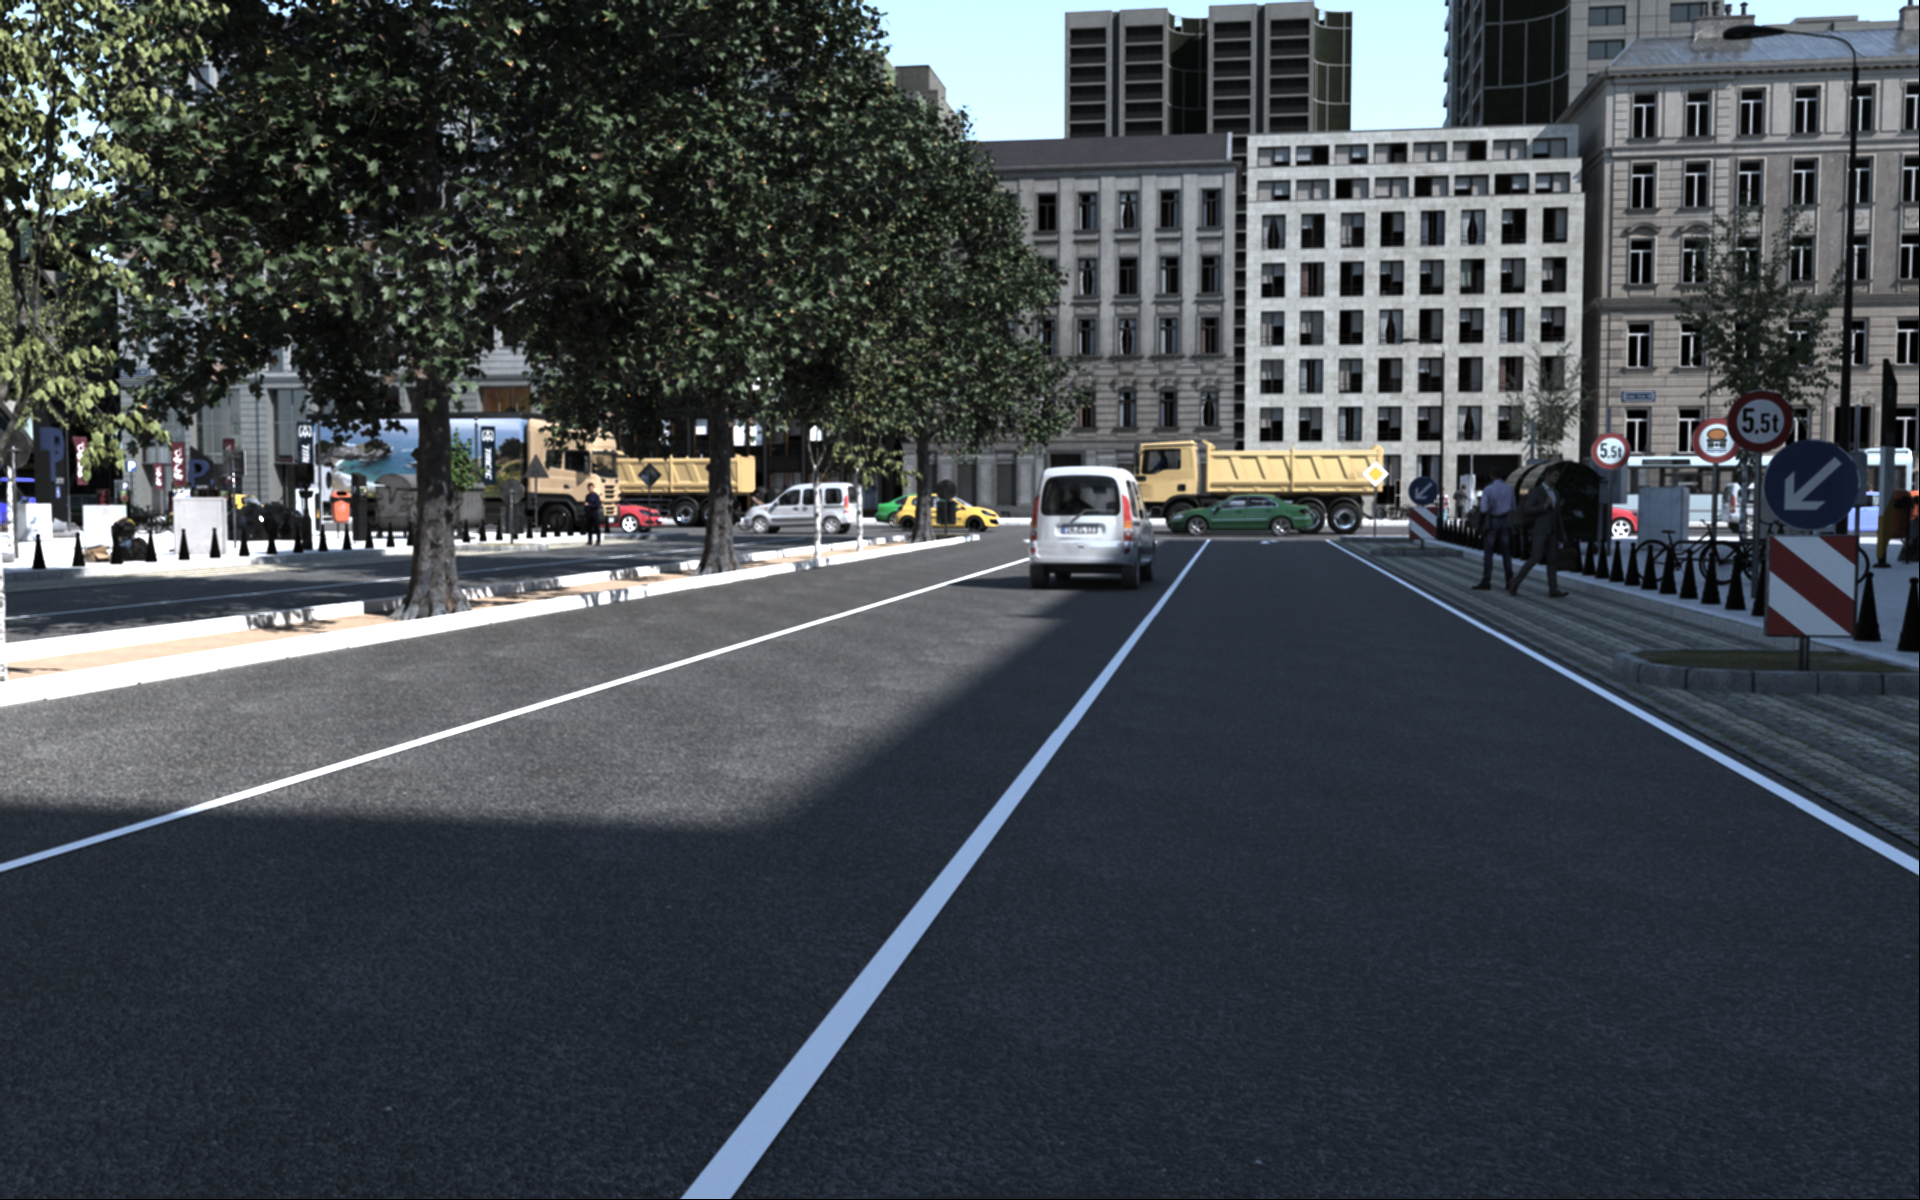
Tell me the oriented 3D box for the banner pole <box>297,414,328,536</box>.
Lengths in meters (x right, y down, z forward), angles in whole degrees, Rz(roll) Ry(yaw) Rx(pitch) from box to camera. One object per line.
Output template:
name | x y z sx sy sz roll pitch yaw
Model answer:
banner pole | -19.720 -3.833 52.684 0.863 3.779 0.401 -1 4 -11

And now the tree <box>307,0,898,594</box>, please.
tree | -4.175 -6.759 29.983 9.611 12.733 9.660 0 3 0

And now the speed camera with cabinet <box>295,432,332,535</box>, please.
speed camera with cabinet | -20.333 -3.680 54.496 0.660 3.252 2.038 0 4 -4

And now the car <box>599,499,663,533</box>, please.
car | -13.287 -3.393 64.509 4.494 1.783 2.155 0 4 8

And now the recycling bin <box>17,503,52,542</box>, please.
recycling bin | -24.917 -2.076 46.490 0.722 1.027 0.722 2 4 28

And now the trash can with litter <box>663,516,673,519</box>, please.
trash can with litter | -15.026 -4.824 89.936 2.233 1.210 1.678 0 4 -3

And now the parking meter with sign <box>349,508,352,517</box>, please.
parking meter with sign | -34.035 -6.148 96.782 1.738 3.016 0.543 3 5 42

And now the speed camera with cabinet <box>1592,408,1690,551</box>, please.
speed camera with cabinet | 15.578 -2.771 39.650 2.038 3.252 0.660 3 4 37

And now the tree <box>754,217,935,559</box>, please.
tree | -2.483 -5.477 42.372 4.737 8.622 4.395 0 3 0

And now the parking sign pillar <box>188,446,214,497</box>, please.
parking sign pillar | -42.418 -6.627 96.820 1.447 3.967 1.447 0 4 5

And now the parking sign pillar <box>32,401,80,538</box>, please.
parking sign pillar | -26.607 -3.802 50.641 1.447 3.967 1.447 -1 4 -8

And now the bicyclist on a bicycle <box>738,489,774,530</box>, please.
bicyclist on a bicycle | -7.959 -3.549 68.041 1.625 1.676 1.499 1 4 9

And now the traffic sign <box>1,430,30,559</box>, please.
traffic sign | -18.729 -2.092 34.308 0.768 2.556 0.104 1 4 18

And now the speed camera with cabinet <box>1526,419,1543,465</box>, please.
speed camera with cabinet | 14.989 -3.089 44.837 0.660 3.252 2.038 1 4 19

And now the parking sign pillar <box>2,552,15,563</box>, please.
parking sign pillar | -18.413 -2.670 32.124 1.447 3.967 1.447 0 4 -1

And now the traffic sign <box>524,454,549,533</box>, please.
traffic sign | -13.850 -3.461 56.588 0.884 2.594 0.081 1 4 10

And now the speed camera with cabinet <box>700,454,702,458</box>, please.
speed camera with cabinet | -13.020 -5.571 85.419 0.660 3.252 2.038 2 4 29

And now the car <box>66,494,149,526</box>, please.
car | -38.502 -4.137 77.433 4.222 1.686 2.009 1 4 8

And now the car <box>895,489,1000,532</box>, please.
car | -0.477 -3.440 66.476 3.980 1.641 2.015 1 4 10

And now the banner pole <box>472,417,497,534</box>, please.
banner pole | -15.433 -4.044 56.136 0.863 3.779 0.401 -3 4 -36

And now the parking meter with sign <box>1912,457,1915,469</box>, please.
parking meter with sign | 44.071 -5.201 81.291 1.738 3.016 0.543 -3 4 -36

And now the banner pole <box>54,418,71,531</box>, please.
banner pole | -29.747 -4.114 57.274 0.863 3.779 0.401 -1 4 -9

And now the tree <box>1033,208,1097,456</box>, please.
tree | -1.042 -7.959 49.589 9.611 12.733 9.660 0 3 0

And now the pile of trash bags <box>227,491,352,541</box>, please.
pile of trash bags | -18.796 -2.372 48.529 3.447 1.369 1.912 -3 4 -36

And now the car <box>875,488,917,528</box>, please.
car | -1.233 -3.949 73.358 4.718 1.807 1.959 0 4 7

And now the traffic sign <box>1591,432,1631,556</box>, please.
traffic sign | 13.439 -2.184 35.819 0.768 2.556 0.104 1 4 18

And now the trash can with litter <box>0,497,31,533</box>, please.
trash can with litter | -31.560 -2.844 57.889 0.624 1.170 1.055 3 4 39

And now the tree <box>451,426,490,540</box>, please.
tree | -14.219 -3.351 49.387 1.663 3.219 1.824 0 3 0

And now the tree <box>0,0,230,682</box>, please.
tree | -7.294 -3.657 12.608 4.737 8.622 4.395 0 3 0

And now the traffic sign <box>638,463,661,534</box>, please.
traffic sign | -9.979 -3.183 55.685 0.795 2.450 0.064 1 4 9

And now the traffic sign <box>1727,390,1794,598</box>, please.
traffic sign | 9.794 -1.295 21.272 0.768 2.556 0.104 1 4 12

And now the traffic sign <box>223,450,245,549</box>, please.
traffic sign | -17.044 -2.357 40.669 0.606 2.300 0.079 1 4 16

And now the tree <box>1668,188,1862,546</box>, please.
tree | 19.612 -5.642 42.602 4.737 8.622 4.395 0 3 0

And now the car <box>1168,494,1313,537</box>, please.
car | 9.621 -2.914 59.450 4.920 1.459 2.131 1 4 10

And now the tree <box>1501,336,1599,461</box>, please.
tree | 27.251 -7.940 80.178 4.360 8.622 3.978 0 3 0

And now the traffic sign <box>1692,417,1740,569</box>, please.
traffic sign | 12.514 -1.749 28.705 0.768 2.556 0.104 1 4 18

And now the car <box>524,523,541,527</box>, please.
car | -19.953 -3.992 73.935 5.304 1.827 2.281 1 4 10

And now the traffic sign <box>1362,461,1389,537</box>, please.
traffic sign | 12.465 -2.958 52.005 0.795 2.450 0.064 1 4 9

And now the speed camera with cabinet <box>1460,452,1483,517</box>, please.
speed camera with cabinet | 24.235 -5.369 82.113 0.660 3.252 2.038 2 4 32

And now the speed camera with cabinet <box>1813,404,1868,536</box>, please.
speed camera with cabinet | 19.625 -2.732 39.006 0.660 3.252 2.038 0 4 0

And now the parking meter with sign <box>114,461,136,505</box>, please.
parking meter with sign | -44.507 -5.853 91.962 1.738 3.016 0.543 2 4 29

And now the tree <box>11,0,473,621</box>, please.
tree | -6.003 -6.126 19.630 9.611 12.733 9.660 0 3 0

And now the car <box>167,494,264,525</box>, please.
car | -30.597 -3.734 71.274 3.980 1.641 2.015 1 4 9

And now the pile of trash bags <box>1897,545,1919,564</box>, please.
pile of trash bags | 18.579 -1.398 32.615 3.447 1.369 1.912 -2 4 -26

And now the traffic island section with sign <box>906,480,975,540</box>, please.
traffic island section with sign | -0.546 -2.832 54.446 2.006 1.907 1.989 1 4 9

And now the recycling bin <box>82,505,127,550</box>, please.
recycling bin | -19.915 -1.700 40.349 0.722 1.027 0.722 0 3 0

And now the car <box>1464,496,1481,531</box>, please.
car | 19.666 -3.072 60.021 4.222 1.686 2.009 1 4 8

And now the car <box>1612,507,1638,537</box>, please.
car | 19.501 -2.819 55.130 4.494 1.783 2.155 1 4 9

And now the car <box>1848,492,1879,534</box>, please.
car | 29.204 -2.883 56.733 3.694 1.707 1.945 1 4 11
